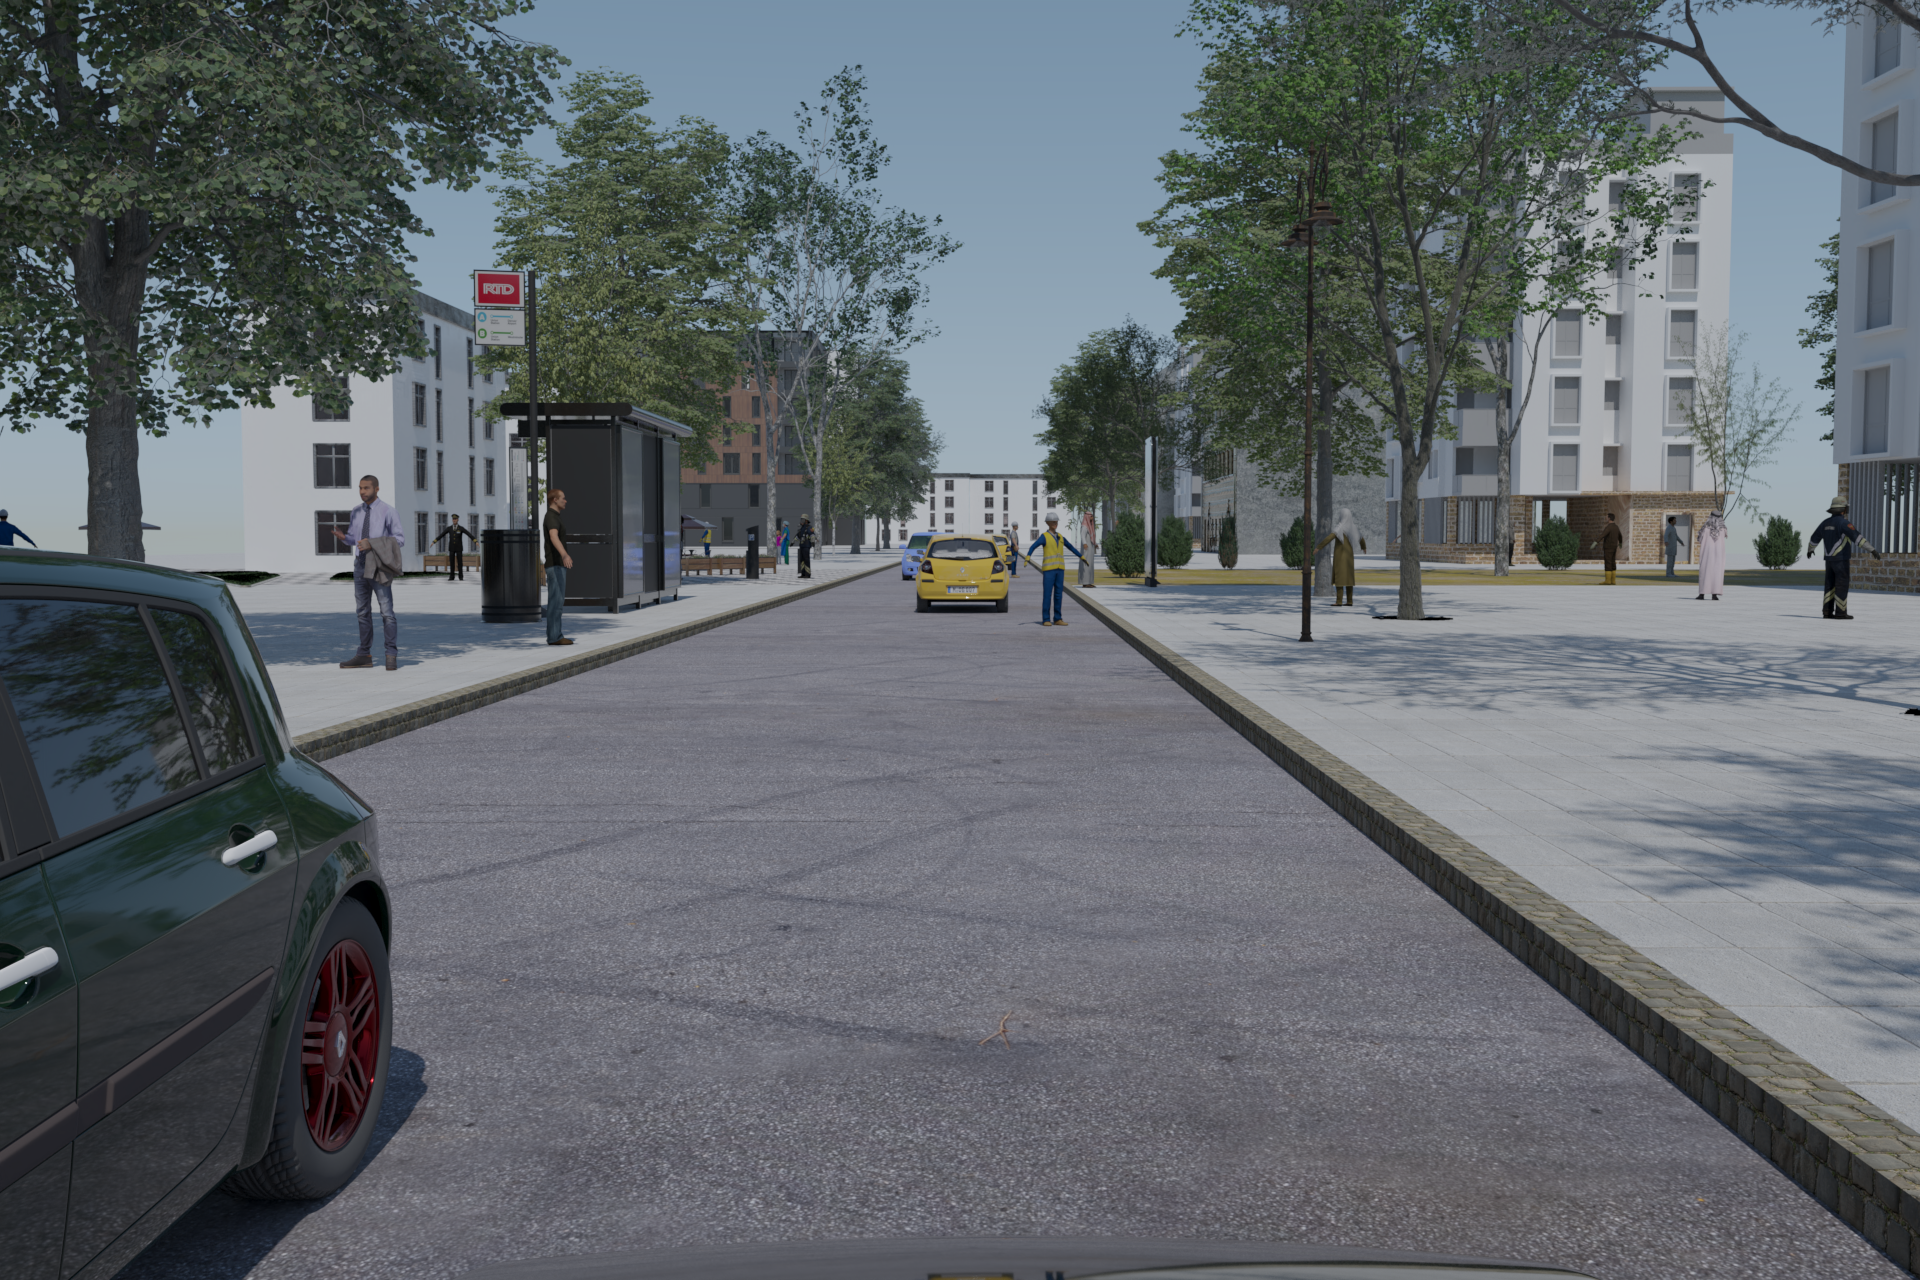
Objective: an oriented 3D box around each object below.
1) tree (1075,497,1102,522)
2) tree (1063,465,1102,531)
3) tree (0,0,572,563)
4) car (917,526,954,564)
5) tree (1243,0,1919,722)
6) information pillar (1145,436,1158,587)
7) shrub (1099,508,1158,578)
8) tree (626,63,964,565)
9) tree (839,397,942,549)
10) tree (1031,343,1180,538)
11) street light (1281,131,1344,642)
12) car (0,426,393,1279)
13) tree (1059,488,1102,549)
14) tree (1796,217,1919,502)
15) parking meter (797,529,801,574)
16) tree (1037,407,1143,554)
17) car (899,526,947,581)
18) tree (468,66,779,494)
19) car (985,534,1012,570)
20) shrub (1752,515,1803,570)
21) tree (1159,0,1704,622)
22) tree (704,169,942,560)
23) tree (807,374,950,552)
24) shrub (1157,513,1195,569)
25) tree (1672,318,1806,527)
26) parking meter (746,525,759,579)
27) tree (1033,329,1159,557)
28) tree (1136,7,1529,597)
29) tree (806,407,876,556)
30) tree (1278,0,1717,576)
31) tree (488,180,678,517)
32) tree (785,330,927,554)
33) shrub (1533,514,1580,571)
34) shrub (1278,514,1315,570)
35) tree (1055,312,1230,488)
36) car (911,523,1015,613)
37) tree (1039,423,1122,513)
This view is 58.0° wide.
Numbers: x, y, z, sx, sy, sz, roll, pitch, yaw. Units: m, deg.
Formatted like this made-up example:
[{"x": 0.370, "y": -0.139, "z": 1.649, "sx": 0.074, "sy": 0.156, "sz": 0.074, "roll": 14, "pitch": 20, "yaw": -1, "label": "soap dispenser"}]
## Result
[{"x": 18.216, "y": -17.672, "z": 239.304, "sx": 4.360, "sy": 8.622, "sz": 3.978, "roll": 0, "pitch": 3, "yaw": 0, "label": "tree"}, {"x": 8.402, "y": -10.352, "z": 119.615, "sx": 4.737, "sy": 8.622, "sz": 4.395, "roll": 0, "pitch": 3, "yaw": 0, "label": "tree"}, {"x": -8.504, "y": -6.738, "z": 16.816, "sx": 9.857, "sy": 13.997, "sz": 8.962, "roll": 0, "pitch": 3, "yaw": 0, "label": "tree"}, {"x": -0.145, "y": -2.132, "z": 45.080, "sx": 2.015, "sy": 1.641, "sz": 3.980, "roll": 0, "pitch": 4, "yaw": 1, "label": "car"}, {"x": 7.253, "y": -6.193, "z": 11.620, "sx": 12.009, "sy": 13.543, "sz": 11.850, "roll": 0, "pitch": 3, "yaw": 0, "label": "tree"}, {"x": 4.686, "y": -3.128, "z": 42.456, "sx": 0.184, "sy": 3.620, "sz": 1.656, "roll": 0, "pitch": 4, "yaw": 2, "label": "information pillar"}, {"x": 4.932, "y": -2.846, "z": 50.569, "sx": 1.661, "sy": 2.075, "sz": 1.752, "roll": 0, "pitch": 3, "yaw": 0, "label": "shrub"}, {"x": -6.714, "y": -13.094, "z": 69.978, "sx": 12.611, "sy": 20.169, "sz": 13.585, "roll": 0, "pitch": 3, "yaw": 0, "label": "tree"}, {"x": -6.281, "y": -14.701, "z": 147.020, "sx": 9.857, "sy": 13.997, "sz": 8.962, "roll": 0, "pitch": 3, "yaw": 0, "label": "tree"}, {"x": 7.366, "y": -9.207, "z": 84.949, "sx": 7.601, "sy": 10.594, "sz": 8.767, "roll": 1, "pitch": 4, "yaw": 23, "label": "tree"}, {"x": 4.125, "y": -2.916, "z": 20.467, "sx": 0.468, "sy": 5.910, "sz": 1.993, "roll": 0, "pitch": 4, "yaw": 1, "label": "street light"}, {"x": -2.210, "y": 0.451, "z": 2.407, "sx": 2.009, "sy": 1.686, "sz": 4.222, "roll": 0, "pitch": 4, "yaw": 1, "label": "car"}, {"x": 9.550, "y": -11.587, "z": 139.809, "sx": 4.737, "sy": 8.622, "sz": 4.395, "roll": 0, "pitch": 3, "yaw": 0, "label": "tree"}, {"x": 29.644, "y": -8.808, "z": 50.661, "sx": 9.857, "sy": 13.997, "sz": 8.962, "roll": 0, "pitch": 3, "yaw": 0, "label": "tree"}, {"x": -5.085, "y": -2.919, "z": 56.140, "sx": 0.372, "sy": 1.533, "sz": 0.369, "roll": 0, "pitch": 3, "yaw": 0, "label": "parking meter"}, {"x": 8.258, "y": -10.723, "z": 109.729, "sx": 7.601, "sy": 10.594, "sz": 8.767, "roll": -2, "pitch": 4, "yaw": -30, "label": "tree"}, {"x": -0.935, "y": -2.749, "z": 54.540, "sx": 1.945, "sy": 1.707, "sz": 3.694, "roll": 0, "pitch": 4, "yaw": 1, "label": "car"}, {"x": -8.456, "y": -7.652, "z": 43.234, "sx": 7.486, "sy": 12.596, "sz": 7.792, "roll": 0, "pitch": 3, "yaw": 0, "label": "tree"}, {"x": 1.298, "y": -3.656, "z": 69.998, "sx": 2.015, "sy": 1.641, "sz": 3.980, "roll": 0, "pitch": 4, "yaw": 1, "label": "car"}, {"x": 29.413, "y": -3.541, "z": 62.314, "sx": 1.690, "sy": 2.028, "sz": 1.600, "roll": 0, "pitch": 3, "yaw": 0, "label": "shrub"}, {"x": 6.823, "y": -6.114, "z": 25.723, "sx": 9.928, "sy": 11.665, "sz": 9.643, "roll": 0, "pitch": 3, "yaw": 0, "label": "tree"}, {"x": -7.015, "y": -14.145, "z": 87.166, "sx": 12.611, "sy": 20.169, "sz": 13.585, "roll": 0, "pitch": 3, "yaw": 0, "label": "tree"}, {"x": -5.925, "y": -13.271, "z": 127.352, "sx": 12.009, "sy": 13.543, "sz": 11.850, "roll": 0, "pitch": 3, "yaw": 0, "label": "tree"}, {"x": 7.723, "y": -3.605, "z": 62.979, "sx": 1.661, "sy": 2.075, "sz": 1.752, "roll": 0, "pitch": 3, "yaw": 0, "label": "shrub"}, {"x": 26.036, "y": -6.661, "z": 59.270, "sx": 4.360, "sy": 8.622, "sz": 3.978, "roll": 0, "pitch": 3, "yaw": 0, "label": "tree"}, {"x": -5.913, "y": -2.503, "z": 49.330, "sx": 0.372, "sy": 1.533, "sz": 0.369, "roll": 0, "pitch": 3, "yaw": 0, "label": "parking meter"}, {"x": 7.711, "y": -10.897, "z": 96.293, "sx": 7.486, "sy": 12.596, "sz": 7.792, "roll": 0, "pitch": 3, "yaw": 0, "label": "tree"}, {"x": 7.374, "y": -7.133, "z": 34.757, "sx": 7.486, "sy": 12.596, "sz": 7.792, "roll": 0, "pitch": 3, "yaw": 0, "label": "tree"}, {"x": -7.159, "y": -9.209, "z": 100.929, "sx": 4.737, "sy": 8.622, "sz": 4.395, "roll": 0, "pitch": 3, "yaw": 0, "label": "tree"}, {"x": 15.404, "y": -11.958, "z": 51.406, "sx": 12.611, "sy": 20.169, "sz": 13.585, "roll": 0, "pitch": 3, "yaw": 0, "label": "tree"}, {"x": -8.148, "y": -5.292, "z": 36.891, "sx": 4.737, "sy": 8.622, "sz": 4.395, "roll": 0, "pitch": 3, "yaw": 0, "label": "tree"}, {"x": -6.674, "y": -12.428, "z": 109.859, "sx": 9.857, "sy": 13.997, "sz": 8.962, "roll": 0, "pitch": 3, "yaw": 0, "label": "tree"}, {"x": 21.014, "y": -3.462, "z": 61.019, "sx": 1.690, "sy": 2.028, "sz": 1.600, "roll": 0, "pitch": 3, "yaw": 0, "label": "shrub"}, {"x": 12.111, "y": -3.486, "z": 61.411, "sx": 1.690, "sy": 2.028, "sz": 1.600, "roll": 0, "pitch": 3, "yaw": 0, "label": "shrub"}, {"x": 7.968, "y": -8.485, "z": 73.145, "sx": 7.601, "sy": 10.594, "sz": 8.767, "roll": 2, "pitch": 4, "yaw": 25, "label": "tree"}, {"x": 0.057, "y": -1.390, "z": 32.946, "sx": 2.015, "sy": 1.641, "sz": 3.980, "roll": 0, "pitch": 4, "yaw": 0, "label": "car"}, {"x": 9.062, "y": -11.817, "z": 127.617, "sx": 7.601, "sy": 10.594, "sz": 8.767, "roll": -3, "pitch": 5, "yaw": -40, "label": "tree"}]
